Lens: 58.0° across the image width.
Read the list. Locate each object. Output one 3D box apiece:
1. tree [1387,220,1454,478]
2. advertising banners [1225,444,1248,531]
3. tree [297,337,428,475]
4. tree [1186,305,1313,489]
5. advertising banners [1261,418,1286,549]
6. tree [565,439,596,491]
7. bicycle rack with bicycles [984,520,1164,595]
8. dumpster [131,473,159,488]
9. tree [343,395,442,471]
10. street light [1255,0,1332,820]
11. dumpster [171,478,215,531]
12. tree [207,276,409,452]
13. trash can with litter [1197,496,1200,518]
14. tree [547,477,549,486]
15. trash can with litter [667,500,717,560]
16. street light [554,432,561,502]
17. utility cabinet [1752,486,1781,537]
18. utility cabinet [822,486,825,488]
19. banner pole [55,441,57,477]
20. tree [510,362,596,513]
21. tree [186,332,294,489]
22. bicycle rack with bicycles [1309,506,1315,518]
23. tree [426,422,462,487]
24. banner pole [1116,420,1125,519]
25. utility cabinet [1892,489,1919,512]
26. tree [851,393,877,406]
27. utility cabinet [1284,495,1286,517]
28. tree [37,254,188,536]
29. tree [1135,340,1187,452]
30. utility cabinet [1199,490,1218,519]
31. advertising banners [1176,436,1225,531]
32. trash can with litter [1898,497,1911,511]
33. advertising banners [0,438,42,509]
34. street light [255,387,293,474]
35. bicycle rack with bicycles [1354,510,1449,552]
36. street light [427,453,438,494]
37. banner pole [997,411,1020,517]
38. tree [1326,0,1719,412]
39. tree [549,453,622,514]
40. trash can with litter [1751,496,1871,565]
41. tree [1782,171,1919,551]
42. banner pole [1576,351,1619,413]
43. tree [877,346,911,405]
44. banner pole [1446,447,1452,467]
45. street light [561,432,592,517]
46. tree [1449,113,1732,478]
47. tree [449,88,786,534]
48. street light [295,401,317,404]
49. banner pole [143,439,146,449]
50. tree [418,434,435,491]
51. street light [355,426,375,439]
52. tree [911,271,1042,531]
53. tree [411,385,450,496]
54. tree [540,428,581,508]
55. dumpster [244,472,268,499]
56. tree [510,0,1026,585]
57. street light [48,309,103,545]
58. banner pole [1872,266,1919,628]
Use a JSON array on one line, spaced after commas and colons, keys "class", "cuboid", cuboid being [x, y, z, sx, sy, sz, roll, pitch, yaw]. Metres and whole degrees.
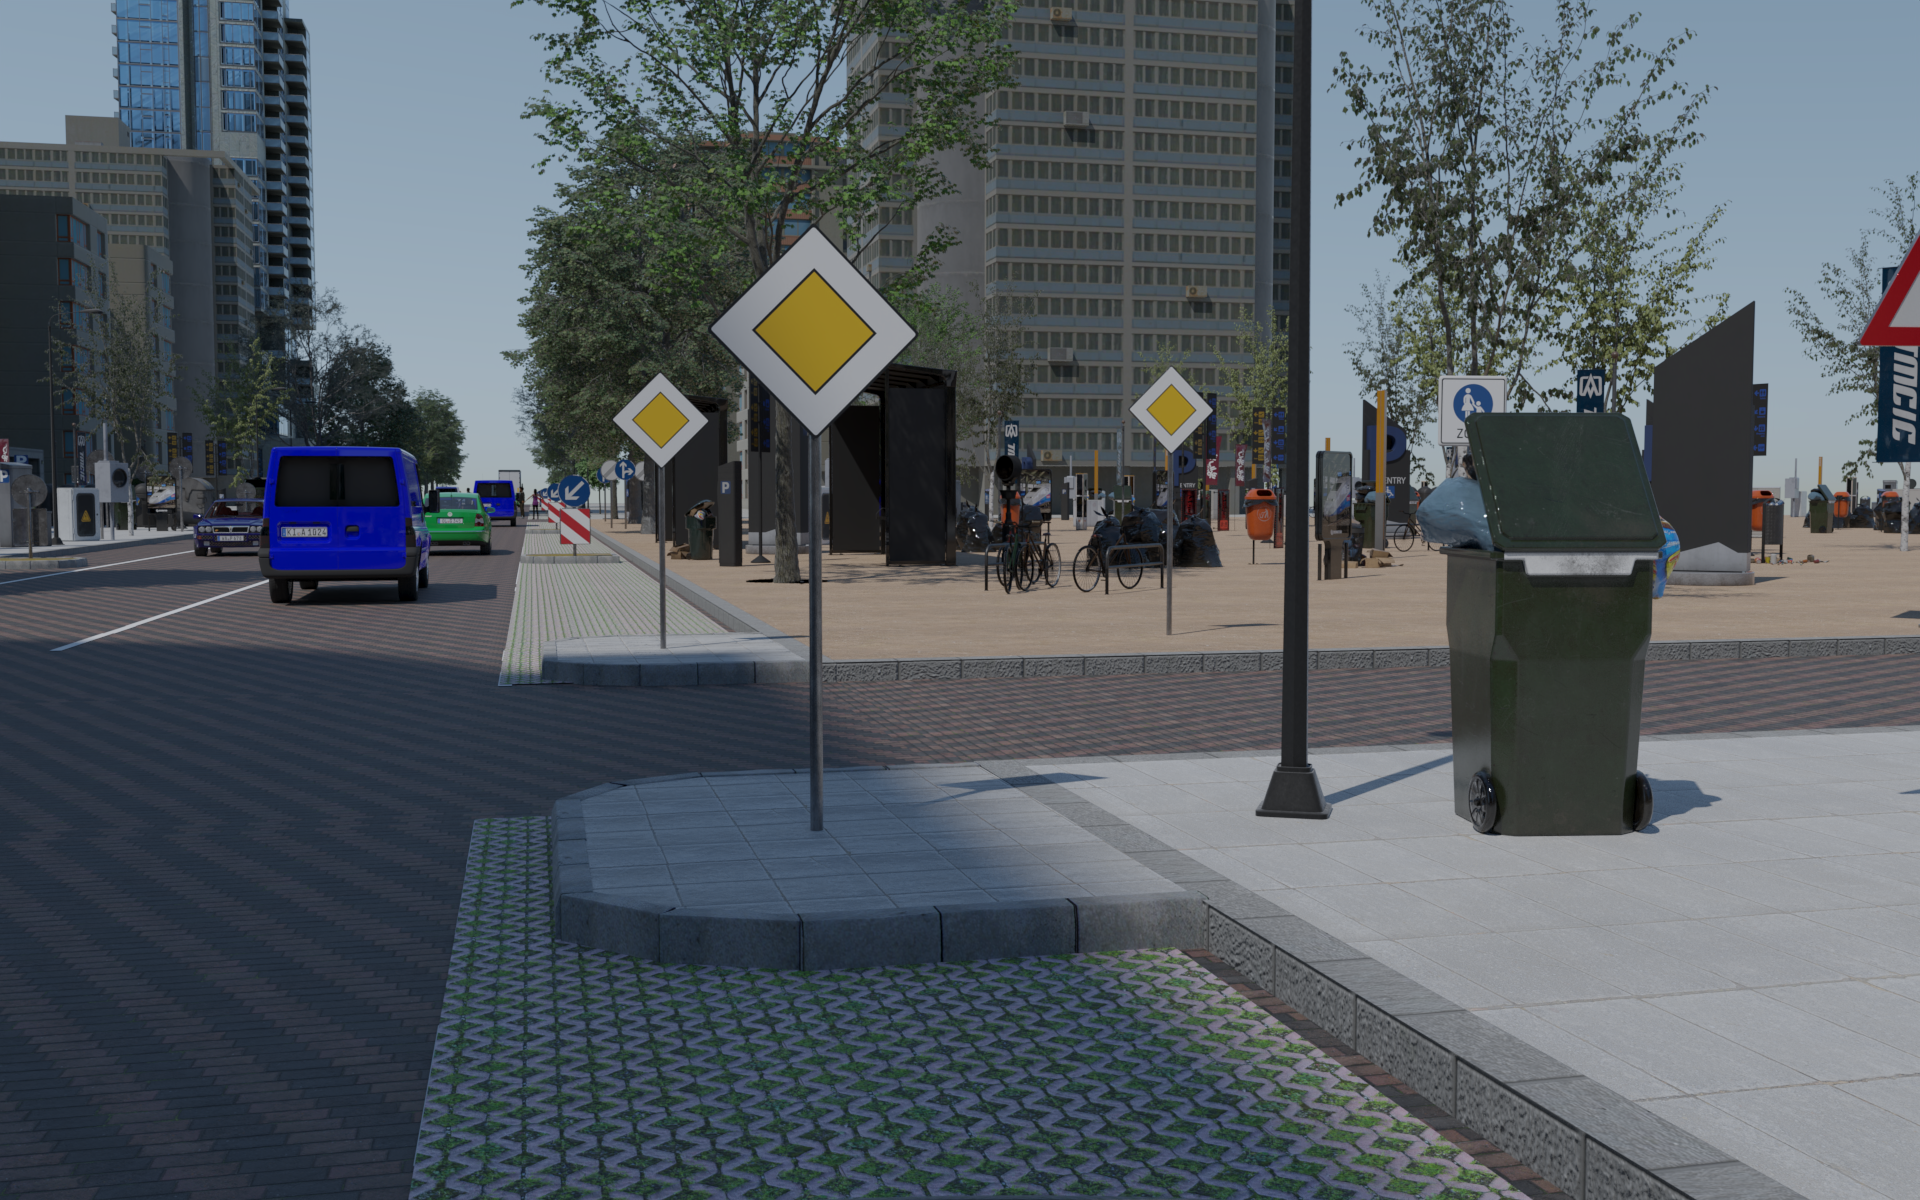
[{"class": "tree", "cuboid": [12.522, -5.710, 43.714, 4.737, 8.622, 4.395, 0, 3, 0]}, {"class": "advertising banners", "cuboid": [9.124, -3.909, 60.098, 2.074, 3.025, 0.090, -2, 4, -27]}, {"class": "tree", "cuboid": [-43.188, -12.727, 125.100, 9.611, 12.733, 9.660, 0, 3, 0]}, {"class": "tree", "cuboid": [11.721, -7.109, 66.589, 4.737, 8.622, 4.395, 0, 3, 0]}, {"class": "advertising banners", "cuboid": [7.548, -2.733, 40.874, 0.090, 3.025, 2.074, 2, 4, 35]}, {"class": "tree", "cuboid": [-33.307, -12.391, 152.954, 4.360, 8.622, 3.978, 0, 3, 0]}, {"class": "bicycle rack with bicycles", "cuboid": [1.357, -0.601, 23.201, 2.852, 0.926, 2.925, 2, 4, 31]}, {"class": "dumpster", "cuboid": [-34.579, -4.344, 73.521, 1.502, 2.255, 1.985, -1, 4, -14]}, {"class": "tree", "cuboid": [-51.529, -13.664, 157.814, 7.601, 10.594, 8.767, 1, 4, 13]}, {"class": "street light", "cuboid": [0.819, -2.088, 6.680, 1.470, 5.913, 1.316, -1, 4, -14]}, {"class": "dumpster", "cuboid": [-27.208, -3.400, 61.355, 1.264, 1.857, 1.865, -1, 4, -14]}, {"class": "tree", "cuboid": [-36.376, -11.432, 97.281, 12.009, 13.543, 11.850, 0, 3, 0]}, {"class": "trash can with litter", "cuboid": [8.370, -3.251, 64.209, 2.233, 1.210, 1.678, -1, 4, -9]}, {"class": "tree", "cuboid": [-45.671, -13.136, 198.484, 4.285, 4.588, 4.351, 0, 3, 0]}, {"class": "trash can with litter", "cuboid": [-5.273, -1.371, 33.795, 1.055, 1.170, 0.624, 2, 4, 30]}, {"class": "street light", "cuboid": [-29.480, -9.623, 129.880, 1.470, 5.913, 1.316, -1, 4, -14]}, {"class": "utility cabinet", "cuboid": [23.302, -2.565, 50.612, 1.173, 1.500, 0.318, 2, 4, 30]}, {"class": "utility cabinet", "cuboid": [-3.744, -2.342, 46.964, 1.173, 1.500, 0.318, -2, 4, -24]}, {"class": "banner pole", "cuboid": [-42.492, -5.591, 81.435, 0.401, 3.779, 0.863, -2, 4, -27]}, {"class": "tree", "cuboid": [-26.120, -12.768, 119.122, 12.009, 13.543, 11.850, 0, 3, 0]}, {"class": "tree", "cuboid": [-32.308, -7.813, 78.112, 4.737, 8.622, 4.395, 0, 3, 0]}, {"class": "bicycle rack with bicycles", "cuboid": [19.616, -4.801, 91.878, 2.852, 0.926, 2.925, -3, 5, -40]}, {"class": "tree", "cuboid": [-72.596, -19.614, 238.817, 7.486, 12.596, 7.792, 0, 3, 0]}, {"class": "banner pole", "cuboid": [5.421, -4.183, 58.407, 0.401, 3.779, 0.863, 2, 4, 26]}, {"class": "utility cabinet", "cuboid": [41.770, -4.138, 76.341, 1.173, 1.500, 0.318, 3, 5, 42]}, {"class": "tree", "cuboid": [-4.341, -7.712, 76.445, 4.360, 8.622, 3.978, 0, 3, 0]}, {"class": "utility cabinet", "cuboid": [18.645, -5.253, 97.048, 1.020, 1.237, 0.306, 1, 4, 23]}, {"class": "tree", "cuboid": [-25.524, -6.265, 52.795, 4.360, 8.622, 3.978, 0, 3, 0]}, {"class": "tree", "cuboid": [10.206, -8.082, 82.499, 4.737, 8.622, 4.395, 0, 3, 0]}, {"class": "utility cabinet", "cuboid": [12.786, -4.930, 89.285, 0.318, 1.500, 1.173, -2, 4, -32]}, {"class": "advertising banners", "cuboid": [6.901, -3.435, 52.354, 2.074, 3.025, 0.090, 2, 4, 24]}, {"class": "trash can with litter", "cuboid": [39.031, -3.680, 71.555, 1.055, 1.170, 0.624, -2, 4, -31]}, {"class": "advertising banners", "cuboid": [-29.378, -3.544, 54.139, 2.074, 3.025, 0.090, 2, 4, 30]}, {"class": "street light", "cuboid": [-29.965, -6.286, 75.313, 1.470, 5.913, 1.316, -1, 4, -14]}, {"class": "bicycle rack with bicycles", "cuboid": [10.740, -1.513, 38.112, 2.925, 0.926, 2.852, -3, 4, -38]}, {"class": "street light", "cuboid": [-60.380, -13.798, 198.143, 1.470, 5.913, 1.316, -1, 4, -14]}, {"class": "banner pole", "cuboid": [1.394, -3.785, 51.899, 0.863, 3.779, 0.401, 1, 4, 23]}, {"class": "tree", "cuboid": [5.930, -4.241, 19.704, 4.360, 8.622, 3.978, 0, 3, 0]}, {"class": "tree", "cuboid": [-22.871, -7.739, 110.250, 4.285, 4.588, 4.351, 0, 3, 0]}, {"class": "trash can with litter", "cuboid": [15.470, -1.294, 32.210, 2.233, 1.210, 1.678, -2, 4, -28]}, {"class": "tree", "cuboid": [21.083, -5.411, 38.838, 4.360, 8.622, 3.978, 0, 3, 0]}, {"class": "banner pole", "cuboid": [11.275, -2.480, 30.566, 0.863, 3.779, 0.401, 1, 4, 14]}, {"class": "tree", "cuboid": [-0.830, -7.301, 69.741, 4.360, 8.622, 3.978, 0, 3, 0]}, {"class": "banner pole", "cuboid": [22.835, -5.528, 80.396, 0.401, 3.779, 0.863, -2, 4, -29]}, {"class": "street light", "cuboid": [-21.638, -7.678, 98.069, 1.470, 5.913, 1.316, -1, 4, -14]}, {"class": "tree", "cuboid": [13.027, -5.153, 34.620, 4.737, 8.622, 4.395, 0, 3, 0]}, {"class": "tree", "cuboid": [-10.018, -9.087, 55.234, 9.857, 13.997, 8.962, 0, 3, 0]}, {"class": "street light", "cuboid": [-32.716, -6.955, 86.255, 1.470, 5.913, 1.316, -1, 4, -14]}, {"class": "banner pole", "cuboid": [-37.519, -5.481, 79.635, 0.401, 3.779, 0.863, -3, 5, -45]}, {"class": "tree", "cuboid": [-54.966, -13.637, 173.329, 4.737, 8.622, 4.395, 0, 3, 0]}, {"class": "street light", "cuboid": [-40.569, -8.900, 118.063, 1.470, 5.913, 1.316, -1, 4, -14]}, {"class": "tree", "cuboid": [0.954, -6.556, 57.556, 4.360, 8.622, 3.978, 0, 3, 0]}, {"class": "tree", "cuboid": [-63.153, -18.233, 204.770, 9.857, 13.997, 8.962, 0, 3, 0]}, {"class": "tree", "cuboid": [-31.458, -12.838, 144.318, 7.601, 10.594, 8.767, 1, 4, 11]}, {"class": "dumpster", "cuboid": [-25.574, -3.636, 64.401, 1.985, 2.255, 1.502, -1, 4, -16]}, {"class": "tree", "cuboid": [-2.652, -6.055, 24.752, 9.928, 11.665, 9.643, 0, 3, 0]}, {"class": "street light", "cuboid": [-22.187, -4.339, 43.487, 1.470, 5.913, 1.316, -1, 4, -14]}, {"class": "banner pole", "cuboid": [9.234, -1.627, 16.625, 0.863, 3.779, 0.401, 3, 5, 43]}]
